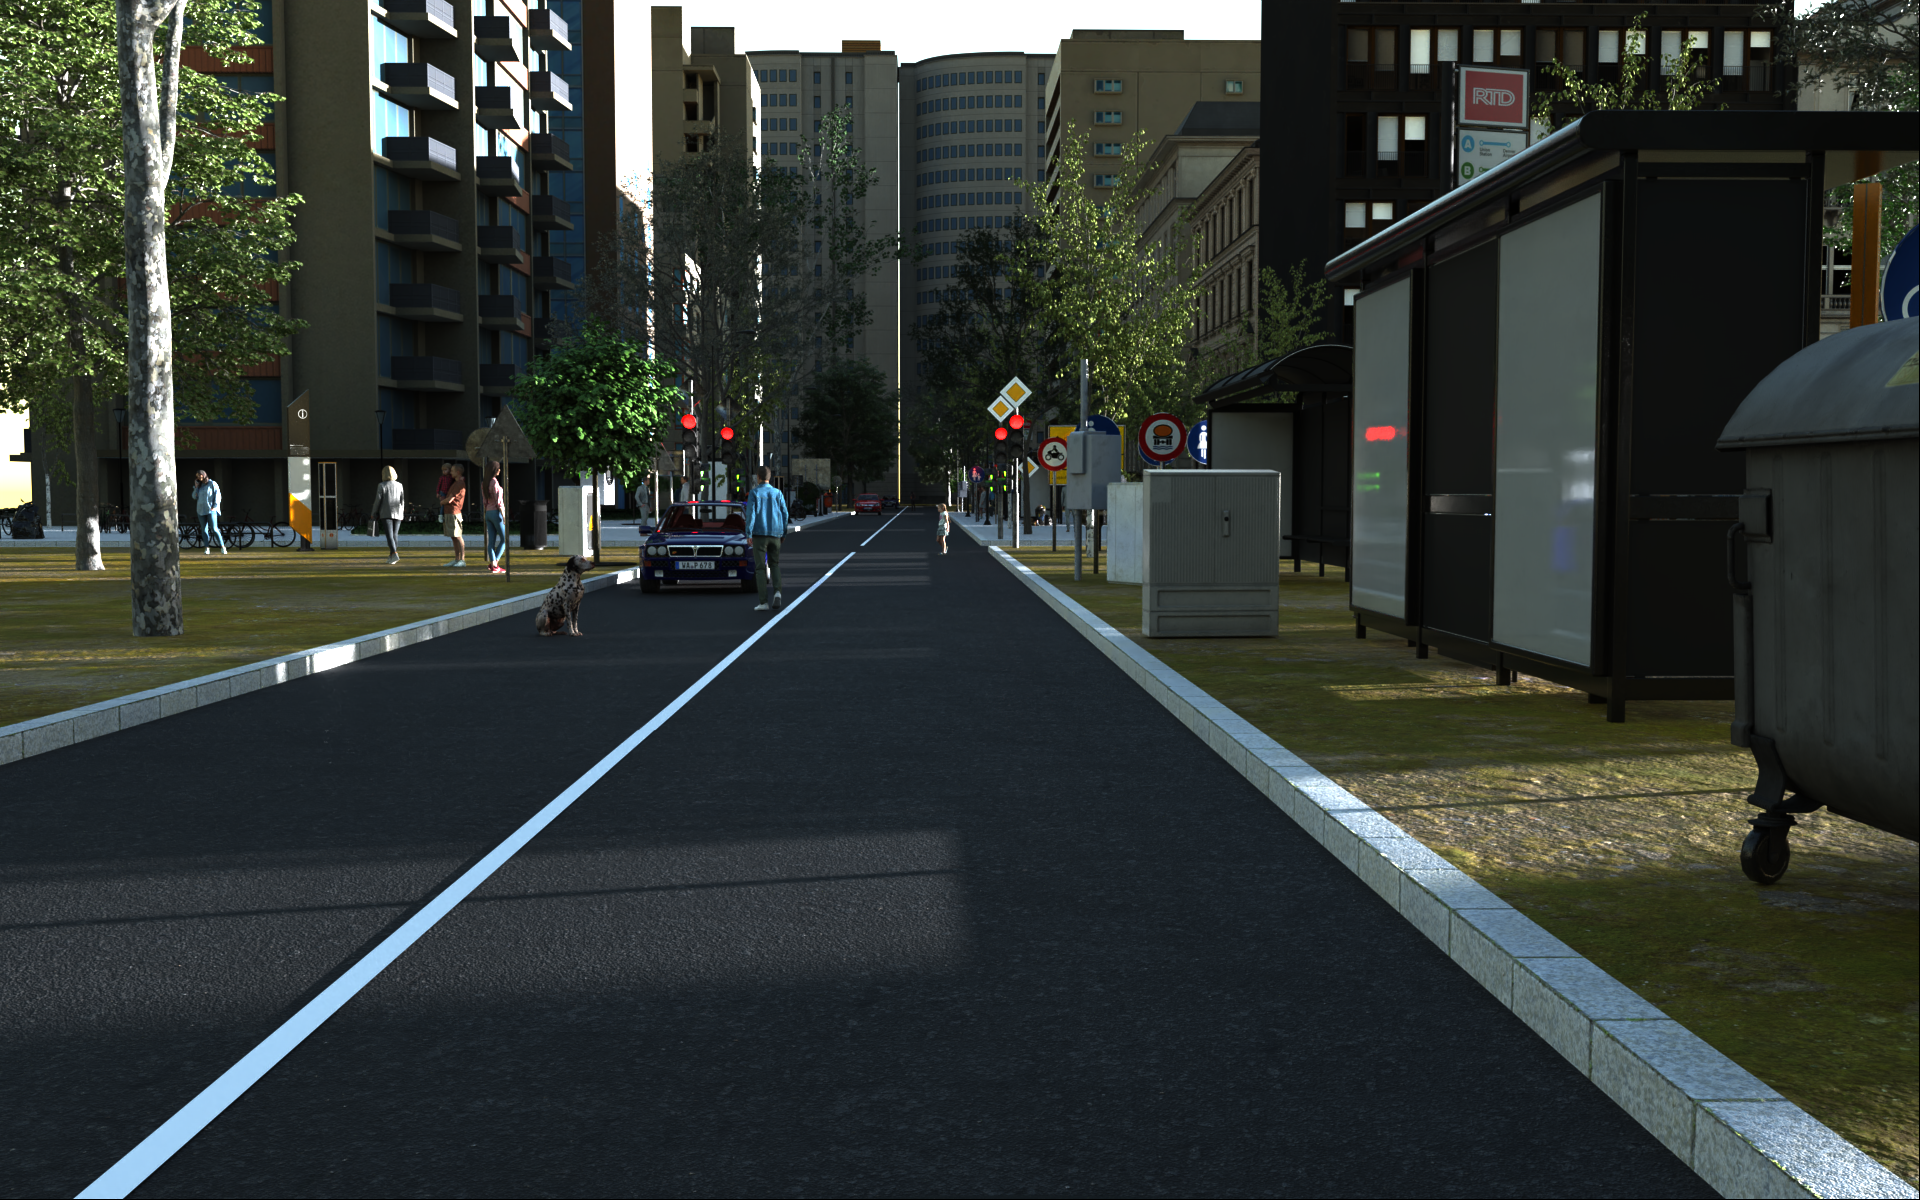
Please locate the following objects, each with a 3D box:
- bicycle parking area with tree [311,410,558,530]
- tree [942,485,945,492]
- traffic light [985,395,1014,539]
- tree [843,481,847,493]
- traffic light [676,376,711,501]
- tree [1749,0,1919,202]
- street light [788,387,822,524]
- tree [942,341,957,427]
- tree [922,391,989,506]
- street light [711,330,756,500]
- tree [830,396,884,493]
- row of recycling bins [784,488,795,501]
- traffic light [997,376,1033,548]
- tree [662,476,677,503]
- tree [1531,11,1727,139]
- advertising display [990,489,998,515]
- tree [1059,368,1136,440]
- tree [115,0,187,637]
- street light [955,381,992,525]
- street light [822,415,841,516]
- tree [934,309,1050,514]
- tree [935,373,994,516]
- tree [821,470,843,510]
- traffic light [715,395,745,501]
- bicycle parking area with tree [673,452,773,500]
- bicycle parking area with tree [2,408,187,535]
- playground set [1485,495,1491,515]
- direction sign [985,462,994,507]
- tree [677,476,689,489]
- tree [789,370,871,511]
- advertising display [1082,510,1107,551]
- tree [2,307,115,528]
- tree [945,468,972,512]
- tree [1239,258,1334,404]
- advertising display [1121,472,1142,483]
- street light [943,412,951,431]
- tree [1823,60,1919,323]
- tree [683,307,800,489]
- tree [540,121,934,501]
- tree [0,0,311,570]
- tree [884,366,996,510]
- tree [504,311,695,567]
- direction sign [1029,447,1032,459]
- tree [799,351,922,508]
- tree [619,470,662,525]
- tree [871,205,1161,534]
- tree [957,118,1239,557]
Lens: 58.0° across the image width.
[{"bbox_3d":[-18.444,-4.559,61.544,9.016,4.147,8.231,3,5,42],"label":"bicycle parking area with tree"},{"bbox_3d":[-1.093,-12.568,200.085,1.663,3.219,1.824,0,3,0],"label":"tree"},{"bbox_3d":[1.133,-3.688,49.222,0.839,4.253,0.868,0,4,-1],"label":"traffic light"},{"bbox_3d":[-9.852,-8.818,138.769,1.663,3.219,1.824,0,3,0],"label":"tree"},{"bbox_3d":[-6.351,-3.189,41.055,0.839,4.253,0.868,0,4,-1],"label":"traffic light"},{"bbox_3d":[13.473,-6.553,17.511,12.009,13.543,11.850,0,3,0],"label":"tree"},{"bbox_3d":[-6.904,-6.279,75.198,1.470,5.913,1.316,0,4,-1],"label":"street light"},{"bbox_3d":[1.644,-6.954,64.058,4.737,8.622,4.395,0,3,0],"label":"tree"},{"bbox_3d":[-1.403,-17.205,187.956,9.857,13.997,8.962,0,3,0],"label":"tree"},{"bbox_3d":[-6.457,-4.684,49.118,1.470,5.913,1.316,0,4,-1],"label":"street light"},{"bbox_3d":[-9.881,-15.424,177.936,9.928,11.665,9.643,0,3,0],"label":"tree"},{"bbox_3d":[-10.942,-6.239,109.113,1.069,1.692,3.534,0,4,5],"label":"row of recycling bins"},{"bbox_3d":[1.308,-3.200,41.239,0.839,4.253,0.868,0,4,-1],"label":"traffic light"},{"bbox_3d":[-18.616,-6.884,107.151,1.663,3.219,1.824,0,3,0],"label":"tree"},{"bbox_3d":[10.626,-4.724,27.597,4.737,8.622,4.395,0,3,0],"label":"tree"},{"bbox_3d":[2.319,-6.308,108.345,0.974,1.923,0.123,2,4,30],"label":"advertising display"},{"bbox_3d":[7.621,-8.977,97.133,4.360,8.622,3.978,0,3,0],"label":"tree"},{"bbox_3d":[-5.894,-9.715,14.736,12.611,20.169,13.585,0,3,0],"label":"tree"},{"bbox_3d":[0.593,-6.055,71.539,1.470,5.913,1.316,0,4,-1],"label":"street light"},{"bbox_3d":[-7.624,-7.872,101.252,1.470,5.913,1.316,0,4,-1],"label":"street light"},{"bbox_3d":[0.772,-12.478,114.382,12.009,13.543,11.850,0,3,0],"label":"tree"},{"bbox_3d":[0.816,-9.270,101.922,4.360,8.622,3.978,0,3,0],"label":"tree"},{"bbox_3d":[-9.292,-7.536,117.820,1.663,3.219,1.824,0,3,0],"label":"tree"},{"bbox_3d":[-6.526,-3.677,49.039,0.839,4.253,0.868,0,4,-1],"label":"traffic light"},{"bbox_3d":[-15.619,-8.065,118.863,8.231,4.147,9.016,1,4,8],"label":"bicycle parking area with tree"},{"bbox_3d":[-30.033,-4.242,56.367,8.231,4.147,9.016,-2,4,-33],"label":"bicycle parking area with tree"},{"bbox_3d":[10.659,-2.960,35.183,5.637,4.214,5.302,0,4,-2],"label":"playground set"},{"bbox_3d":[2.093,-8.074,124.008,0.876,3.537,0.379,3,5,42],"label":"direction sign"},{"bbox_3d":[-18.626,-7.190,112.152,1.663,3.219,1.824,0,3,0],"label":"tree"},{"bbox_3d":[-9.247,-12.036,131.200,8.767,10.594,7.601,1,4,15],"label":"tree"},{"bbox_3d":[3.014,-2.071,39.075,0.974,1.923,0.123,3,5,43],"label":"advertising display"},{"bbox_3d":[-33.790,-6.981,64.506,4.737,8.622,4.395,0,3,0],"label":"tree"},{"bbox_3d":[0.018,-8.150,127.856,1.663,3.219,1.824,0,3,0],"label":"tree"},{"bbox_3d":[9.791,-6.362,54.386,4.737,8.622,4.395,0,3,0],"label":"tree"},{"bbox_3d":[4.841,-2.779,50.657,0.974,1.923,0.123,0,4,7],"label":"advertising display"},{"bbox_3d":[-0.091,-7.654,97.682,1.470,5.913,1.316,0,4,-1],"label":"street light"},{"bbox_3d":[22.208,-6.774,36.510,9.928,11.665,9.643,0,3,0],"label":"tree"},{"bbox_3d":[-7.935,-7.011,64.999,4.737,8.622,4.395,0,3,0],"label":"tree"},{"bbox_3d":[-8.237,-8.930,56.375,12.009,13.543,11.850,0,3,0],"label":"tree"},{"bbox_3d":[-15.205,-6.778,28.951,7.486,12.596,7.792,0,3,0],"label":"tree"},{"bbox_3d":[0.268,-13.036,138.900,9.928,11.665,9.643,0,3,0],"label":"tree"},{"bbox_3d":[-6.487,-2.905,31.210,4.285,4.588,4.351,0,3,0],"label":"tree"},{"bbox_3d":[3.407,-5.621,83.896,0.379,3.537,0.876,1,4,10],"label":"direction sign"},{"bbox_3d":[-9.722,-15.182,154.881,9.857,13.997,8.962,0,3,0],"label":"tree"},{"bbox_3d":[-13.527,-4.718,71.744,1.663,3.219,1.824,0,3,0],"label":"tree"},{"bbox_3d":[2.238,-7.395,55.323,8.767,10.594,7.601,0,4,8],"label":"tree"},{"bbox_3d":[2.881,-5.166,34.821,4.737,8.622,4.395,0,3,0],"label":"tree"}]
